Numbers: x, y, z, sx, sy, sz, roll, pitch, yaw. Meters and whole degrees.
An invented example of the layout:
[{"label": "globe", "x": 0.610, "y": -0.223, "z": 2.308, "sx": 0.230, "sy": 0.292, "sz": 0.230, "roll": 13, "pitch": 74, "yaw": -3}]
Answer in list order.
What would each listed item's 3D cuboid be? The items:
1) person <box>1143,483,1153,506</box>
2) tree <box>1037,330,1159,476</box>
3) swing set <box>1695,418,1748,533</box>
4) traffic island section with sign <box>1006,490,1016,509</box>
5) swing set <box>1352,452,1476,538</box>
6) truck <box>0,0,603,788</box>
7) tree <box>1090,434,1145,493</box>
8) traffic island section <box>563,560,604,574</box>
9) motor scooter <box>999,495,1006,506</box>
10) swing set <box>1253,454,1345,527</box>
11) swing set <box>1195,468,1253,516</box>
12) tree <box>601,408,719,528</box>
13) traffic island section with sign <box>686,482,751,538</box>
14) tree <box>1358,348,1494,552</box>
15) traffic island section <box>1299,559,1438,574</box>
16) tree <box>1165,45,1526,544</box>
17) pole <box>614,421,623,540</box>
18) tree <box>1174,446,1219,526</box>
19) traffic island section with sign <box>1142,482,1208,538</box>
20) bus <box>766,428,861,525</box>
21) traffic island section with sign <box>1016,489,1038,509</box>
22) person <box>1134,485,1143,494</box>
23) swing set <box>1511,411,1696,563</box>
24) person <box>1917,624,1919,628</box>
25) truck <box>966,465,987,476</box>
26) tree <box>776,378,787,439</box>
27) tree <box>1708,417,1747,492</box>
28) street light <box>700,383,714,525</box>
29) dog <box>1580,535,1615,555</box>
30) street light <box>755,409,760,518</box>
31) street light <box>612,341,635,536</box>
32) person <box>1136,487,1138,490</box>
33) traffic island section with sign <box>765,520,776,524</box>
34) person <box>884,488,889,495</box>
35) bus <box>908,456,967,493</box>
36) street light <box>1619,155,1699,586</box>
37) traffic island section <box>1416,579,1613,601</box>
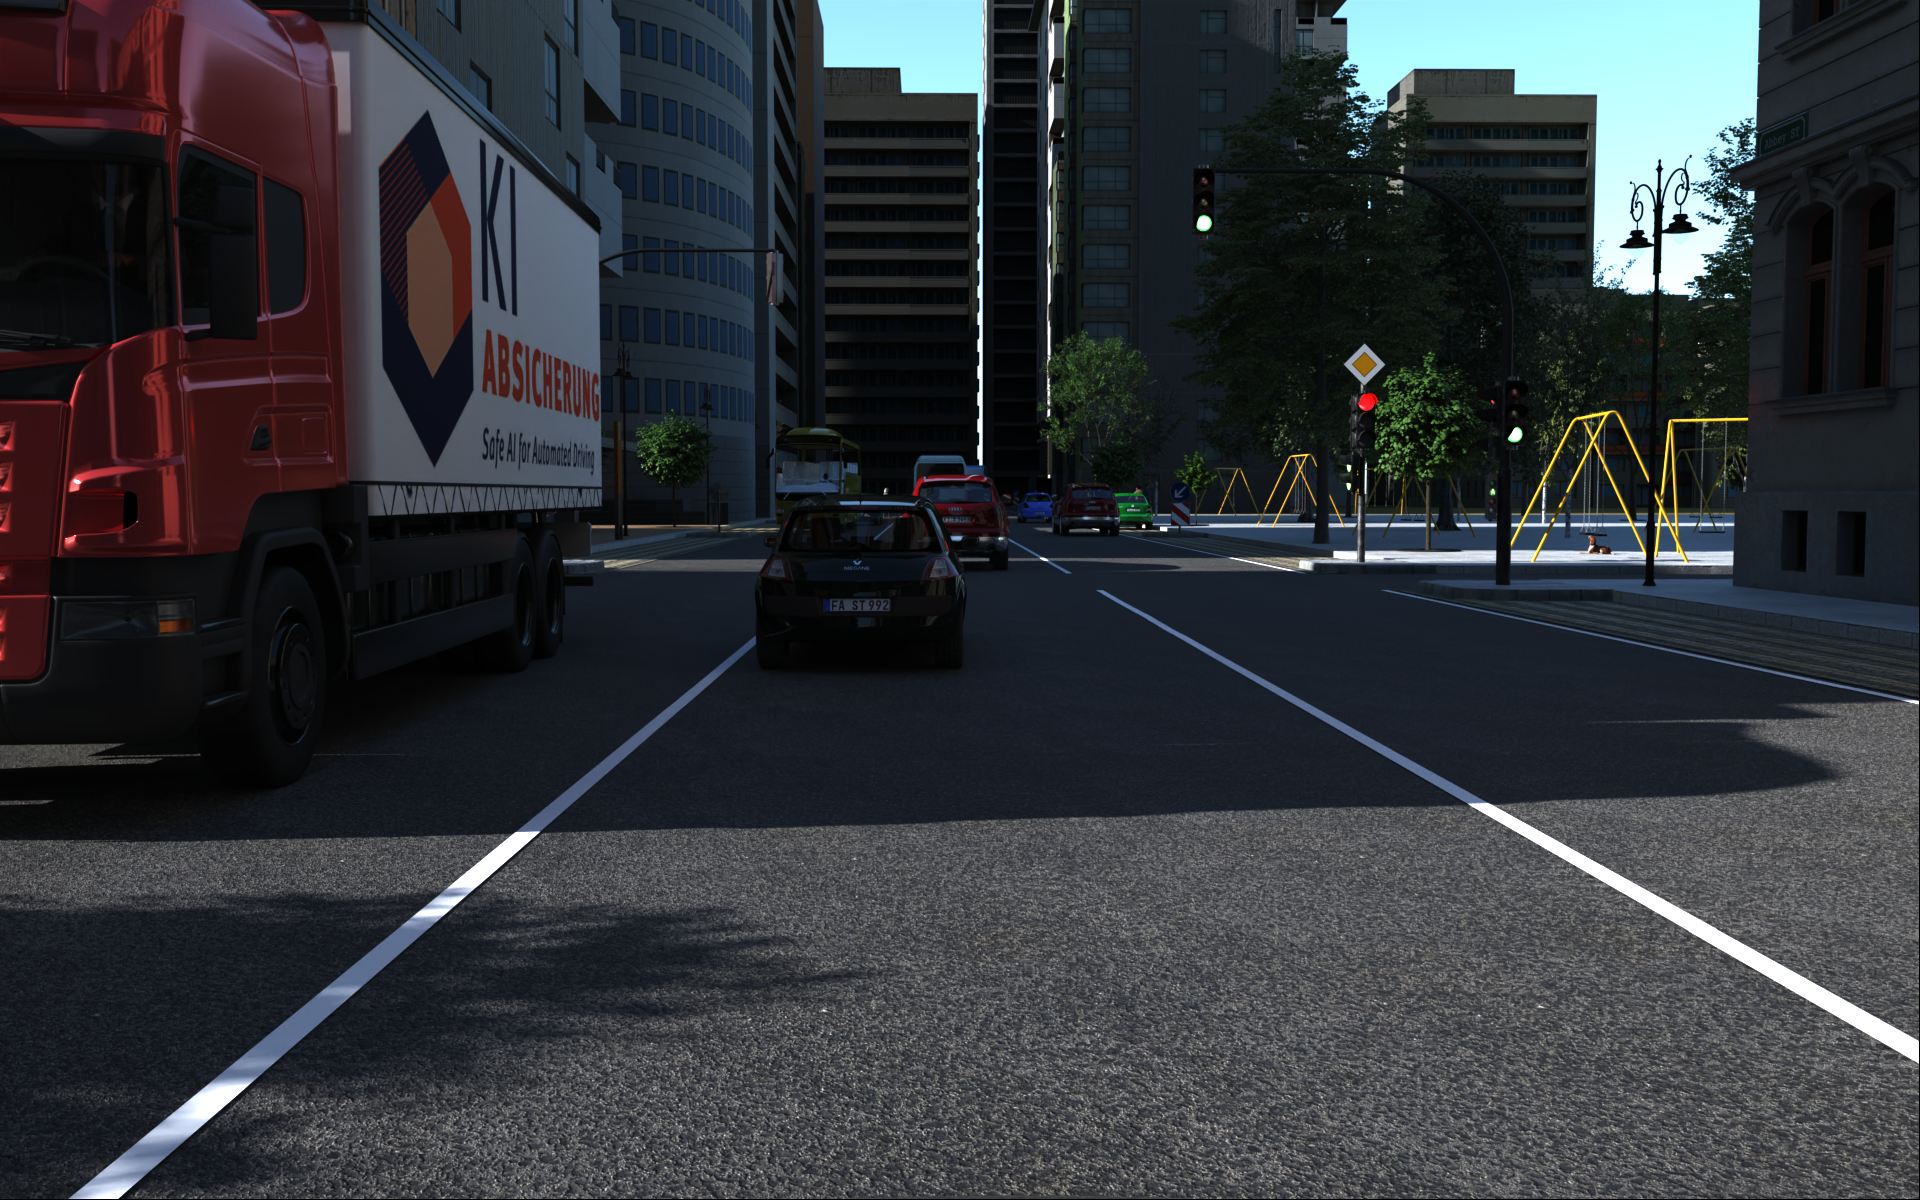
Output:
[{"label": "person", "x": 9.371, "y": -4.966, "z": 87.266, "sx": 0.654, "sy": 1.822, "sz": 0.581, "roll": -1, "pitch": 4, "yaw": -13}, {"label": "tree", "x": 8.689, "y": -11.191, "z": 108.731, "sx": 9.928, "sy": 11.665, "sz": 9.643, "roll": 0, "pitch": 3, "yaw": 0}, {"label": "swing set", "x": 16.018, "y": -2.332, "z": 35.750, "sx": 3.119, "sy": 2.851, "sz": 2.862, "roll": 2, "pitch": 4, "yaw": 31}, {"label": "traffic island section with sign", "x": 5.150, "y": -9.418, "z": 162.606, "sx": 1.989, "sy": 1.847, "sz": 2.006, "roll": 0, "pitch": 4, "yaw": -1}, {"label": "swing set", "x": 13.690, "y": -3.336, "z": 52.165, "sx": 2.862, "sy": 2.851, "sz": 3.119, "roll": 0, "pitch": 4, "yaw": -5}, {"label": "truck", "x": -4.575, "y": -1.400, "z": 11.799, "sx": 2.839, "sy": 4.237, "sz": 11.283, "roll": 0, "pitch": 4, "yaw": -2}, {"label": "tree", "x": 8.486, "y": -6.739, "z": 93.899, "sx": 4.285, "sy": 4.588, "sz": 4.351, "roll": 0, "pitch": 3, "yaw": 0}, {"label": "traffic island section", "x": -7.792, "y": -0.608, "z": 32.227, "sx": 2.009, "sy": 0.180, "sz": 2.903, "roll": 0, "pitch": 4, "yaw": -1}, {"label": "motor scooter", "x": 4.482, "y": -10.265, "z": 180.602, "sx": 0.815, "sy": 1.314, "sz": 1.986, "roll": 0, "pitch": 4, "yaw": 0}, {"label": "swing set", "x": 13.557, "y": -4.372, "z": 69.110, "sx": 2.862, "sy": 2.851, "sz": 3.119, "roll": 0, "pitch": 4, "yaw": -3}, {"label": "swing set", "x": 15.998, "y": -6.508, "z": 104.017, "sx": 2.862, "sy": 2.851, "sz": 3.119, "roll": 3, "pitch": 4, "yaw": 38}, {"label": "tree", "x": -10.935, "y": -5.074, "z": 66.676, "sx": 4.285, "sy": 4.588, "sz": 4.351, "roll": 0, "pitch": 3, "yaw": 0}, {"label": "traffic island section with sign", "x": -7.932, "y": -2.968, "z": 57.154, "sx": 1.989, "sy": 1.847, "sz": 2.006, "roll": 0, "pitch": 4, "yaw": -1}, {"label": "tree", "x": 10.510, "y": -3.379, "z": 38.968, "sx": 4.285, "sy": 4.588, "sz": 4.351, "roll": 0, "pitch": 3, "yaw": 0}, {"label": "traffic island section", "x": 7.547, "y": -0.625, "z": 32.504, "sx": 2.009, "sy": 0.180, "sz": 2.903, "roll": 0, "pitch": 4, "yaw": -1}, {"label": "tree", "x": 9.222, "y": -7.760, "z": 45.004, "sx": 7.486, "sy": 12.596, "sz": 7.792, "roll": 0, "pitch": 3, "yaw": 0}, {"label": "pole", "x": -9.579, "y": -3.346, "z": 48.544, "sx": 0.158, "sy": 3.312, "sz": 0.155, "roll": 0, "pitch": 3, "yaw": 0}, {"label": "tree", "x": 9.723, "y": -4.624, "z": 70.200, "sx": 1.663, "sy": 3.219, "sz": 1.824, "roll": 0, "pitch": 3, "yaw": 0}, {"label": "traffic island section with sign", "x": 7.091, "y": -2.988, "z": 57.478, "sx": 1.989, "sy": 1.847, "sz": 2.006, "roll": 0, "pitch": 4, "yaw": -1}, {"label": "bus", "x": -5.471, "y": -4.664, "z": 67.806, "sx": 2.896, "sy": 3.916, "sz": 12.252, "roll": 0, "pitch": 3, "yaw": 0}, {"label": "traffic island section with sign", "x": 5.647, "y": -7.743, "z": 135.231, "sx": 1.989, "sy": 1.847, "sz": 2.006, "roll": 0, "pitch": 4, "yaw": -1}, {"label": "person", "x": 11.266, "y": -6.286, "z": 108.833, "sx": 1.348, "sy": 1.823, "sz": 0.705, "roll": 0, "pitch": 4, "yaw": 4}, {"label": "swing set", "x": 12.426, "y": -2.227, "z": 34.023, "sx": 2.862, "sy": 2.851, "sz": 3.119, "roll": 0, "pitch": 4, "yaw": 7}, {"label": "person", "x": 9.531, "y": -0.583, "z": 16.571, "sx": 0.522, "sy": 1.701, "sz": 0.512, "roll": 3, "pitch": 5, "yaw": 44}, {"label": "truck", "x": 1.359, "y": -10.166, "z": 155.976, "sx": 2.967, "sy": 4.110, "sz": 18.799, "roll": 0, "pitch": 4, "yaw": 0}, {"label": "tree", "x": -12.010, "y": -9.289, "z": 102.237, "sx": 4.360, "sy": 8.622, "sz": 3.978, "roll": 0, "pitch": 3, "yaw": 0}, {"label": "tree", "x": 51.758, "y": -8.356, "z": 99.525, "sx": 11.467, "sy": 7.101, "sz": 20.602, "roll": 3, "pitch": 5, "yaw": 43}, {"label": "street light", "x": -10.517, "y": -6.080, "z": 72.188, "sx": 0.468, "sy": 5.910, "sz": 1.993, "roll": 0, "pitch": 4, "yaw": -1}, {"label": "dog", "x": 13.621, "y": -1.178, "z": 36.994, "sx": 0.550, "sy": 0.427, "sz": 0.748, "roll": 0, "pitch": 4, "yaw": -1}, {"label": "street light", "x": -10.899, "y": -7.299, "z": 92.131, "sx": 0.468, "sy": 5.910, "sz": 1.993, "roll": 0, "pitch": 4, "yaw": -1}, {"label": "street light", "x": -10.175, "y": -4.879, "z": 52.560, "sx": 0.468, "sy": 5.910, "sz": 1.993, "roll": 0, "pitch": 4, "yaw": -1}, {"label": "person", "x": 11.381, "y": -6.416, "z": 111.662, "sx": 0.721, "sy": 1.735, "sz": 1.217, "roll": -1, "pitch": 4, "yaw": -22}, {"label": "traffic island section with sign", "x": -8.433, "y": -4.647, "z": 84.610, "sx": 1.989, "sy": 1.847, "sz": 2.006, "roll": 0, "pitch": 4, "yaw": -1}, {"label": "person", "x": -4.446, "y": -5.924, "z": 105.542, "sx": 0.526, "sy": 1.800, "sz": 0.537, "roll": -2, "pitch": 4, "yaw": -29}, {"label": "bus", "x": -1.161, "y": -5.772, "z": 89.232, "sx": 2.948, "sy": 3.499, "sz": 13.247, "roll": 0, "pitch": 4, "yaw": -2}, {"label": "street light", "x": 9.656, "y": -3.137, "z": 24.078, "sx": 0.468, "sy": 5.910, "sz": 1.993, "roll": 0, "pitch": 4, "yaw": -1}, {"label": "traffic island section", "x": 7.694, "y": -0.137, "z": 24.520, "sx": 2.009, "sy": 0.180, "sz": 2.903, "roll": 0, "pitch": 4, "yaw": -1}]
